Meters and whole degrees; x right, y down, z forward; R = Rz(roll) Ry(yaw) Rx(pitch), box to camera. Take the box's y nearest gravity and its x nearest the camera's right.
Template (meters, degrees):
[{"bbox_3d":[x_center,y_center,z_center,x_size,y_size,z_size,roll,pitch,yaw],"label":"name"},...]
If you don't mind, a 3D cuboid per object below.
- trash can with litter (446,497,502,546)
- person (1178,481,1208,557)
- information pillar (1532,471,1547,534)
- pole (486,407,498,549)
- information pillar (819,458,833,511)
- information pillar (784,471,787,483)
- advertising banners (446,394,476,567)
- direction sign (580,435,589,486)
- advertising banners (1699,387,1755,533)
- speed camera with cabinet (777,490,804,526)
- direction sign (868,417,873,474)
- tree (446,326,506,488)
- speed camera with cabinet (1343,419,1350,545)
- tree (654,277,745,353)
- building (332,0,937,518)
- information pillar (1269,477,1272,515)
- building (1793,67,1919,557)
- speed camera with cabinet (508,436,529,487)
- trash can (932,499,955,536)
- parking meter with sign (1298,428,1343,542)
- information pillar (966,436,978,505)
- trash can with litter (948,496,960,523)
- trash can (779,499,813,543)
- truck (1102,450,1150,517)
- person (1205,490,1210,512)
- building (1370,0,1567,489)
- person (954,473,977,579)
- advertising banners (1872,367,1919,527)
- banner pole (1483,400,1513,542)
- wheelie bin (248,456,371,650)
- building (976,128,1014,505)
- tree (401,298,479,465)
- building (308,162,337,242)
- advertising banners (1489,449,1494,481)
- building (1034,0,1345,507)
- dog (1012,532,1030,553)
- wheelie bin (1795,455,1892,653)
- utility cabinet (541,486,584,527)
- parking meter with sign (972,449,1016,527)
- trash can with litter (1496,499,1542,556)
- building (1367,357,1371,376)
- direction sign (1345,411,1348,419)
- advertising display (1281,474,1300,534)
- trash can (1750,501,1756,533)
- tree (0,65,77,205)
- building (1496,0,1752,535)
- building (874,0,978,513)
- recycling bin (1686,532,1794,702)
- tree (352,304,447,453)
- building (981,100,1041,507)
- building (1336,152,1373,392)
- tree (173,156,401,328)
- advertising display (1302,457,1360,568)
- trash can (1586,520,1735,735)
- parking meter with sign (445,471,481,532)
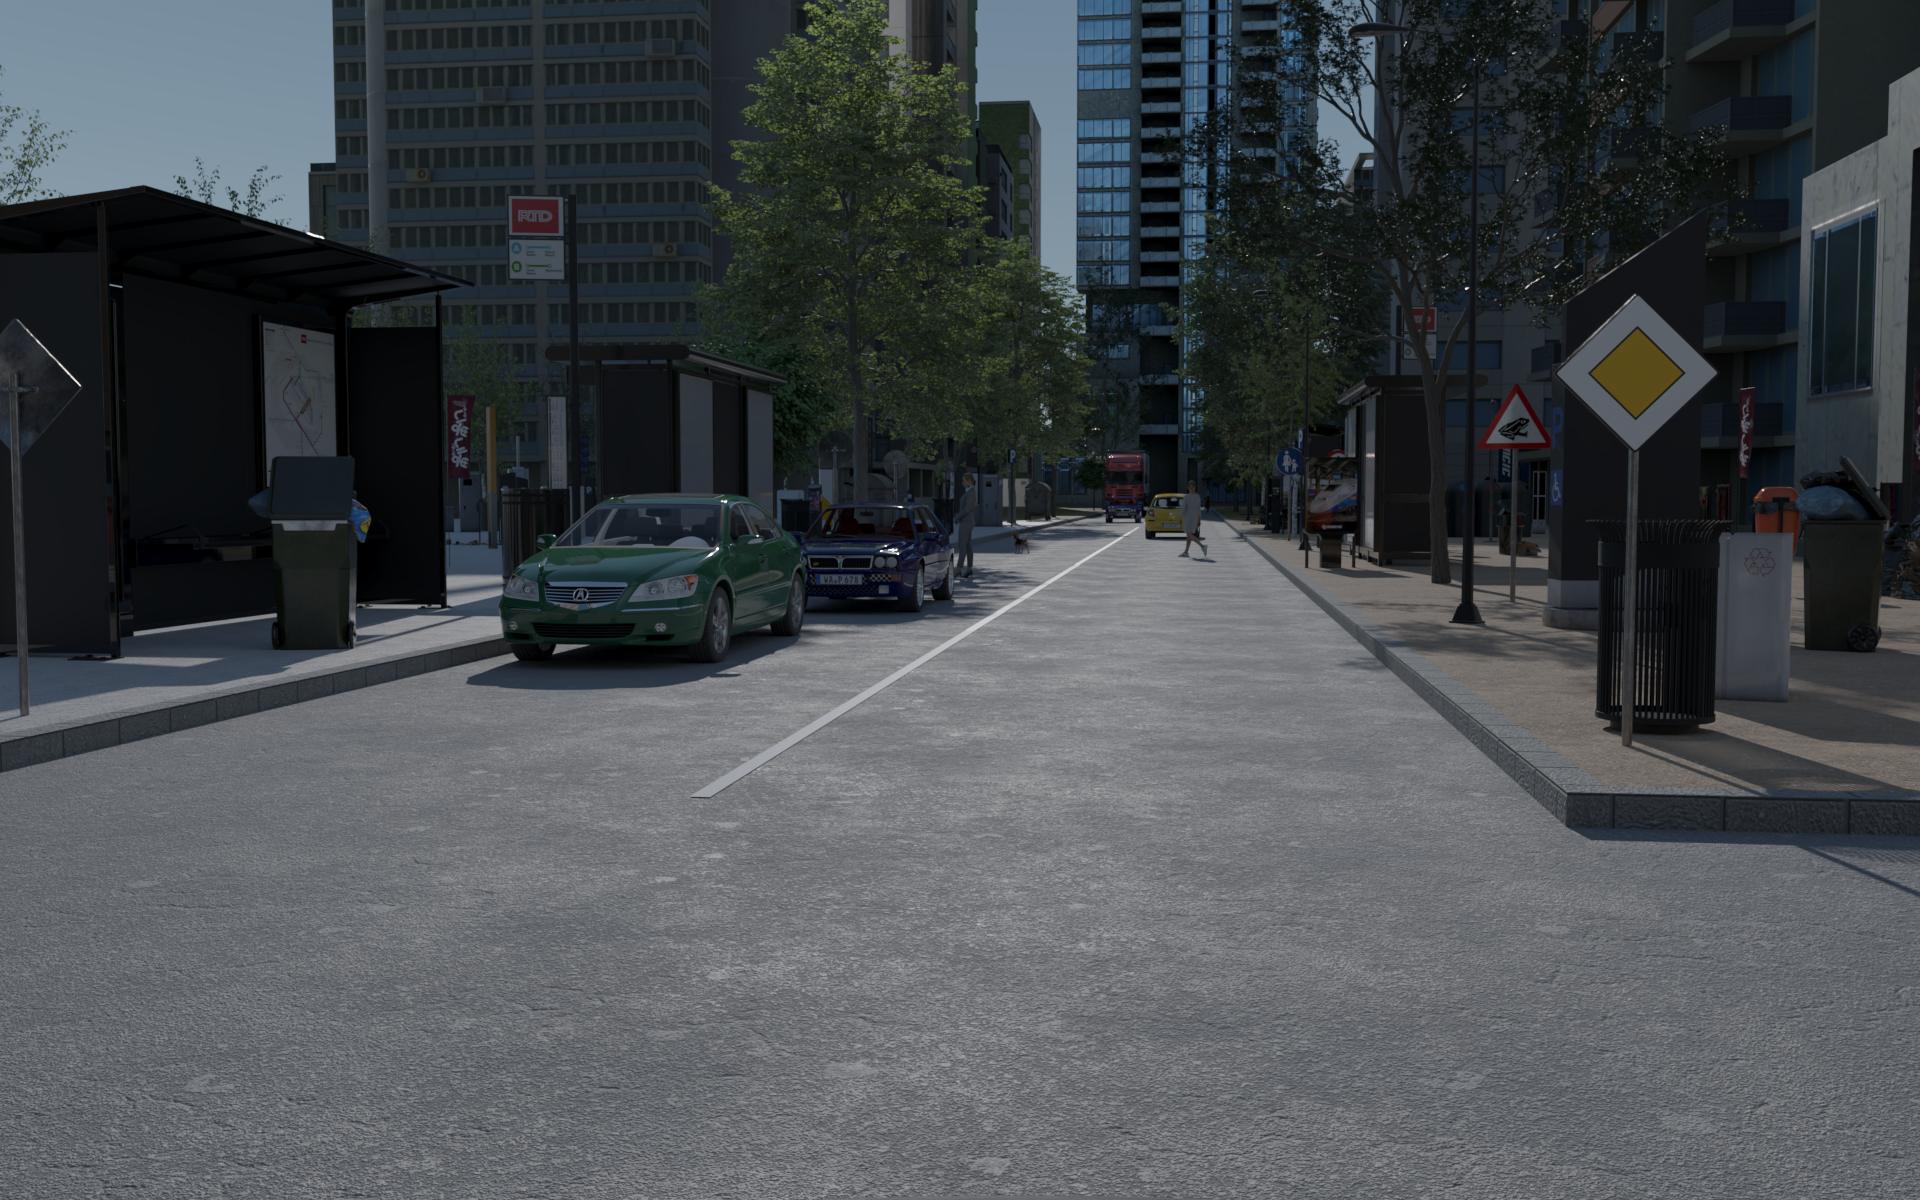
[{"bbox_3d":[-12.275,-2.005,43.847,2.233,1.210,1.678,0,4,0],"label":"trash can with litter"},{"bbox_3d":[5.286,-1.834,39.236,0.760,1.731,0.466,2,4,29],"label":"person"},{"bbox_3d":[18.631,-3.131,55.688,0.304,2.012,0.304,-1,4,-13],"label":"information pillar"},{"bbox_3d":[-10.986,-2.862,40.640,0.158,3.312,0.155,0,3,0],"label":"pole"},{"bbox_3d":[-4.525,-4.112,58.579,0.504,3.616,0.183,-2,4,-33],"label":"information pillar"},{"bbox_3d":[-8.495,-5.686,84.321,0.183,3.616,0.504,-1,4,-13],"label":"information pillar"},{"bbox_3d":[-9.435,-2.079,30.186,2.074,3.025,0.090,-2,4,-33],"label":"advertising banners"},{"bbox_3d":[-14.672,-4.583,66.929,0.876,3.537,0.379,2,4,33],"label":"direction sign"},{"bbox_3d":[13.021,-2.038,29.515,0.090,3.025,2.074,0,4,0],"label":"advertising banners"},{"bbox_3d":[-7.412,-4.673,70.740,2.038,3.252,0.660,1,4,15],"label":"speed camera with cabinet"},{"bbox_3d":[-2.641,-3.623,51.237,0.379,3.537,0.876,0,4,4],"label":"direction sign"},{"bbox_3d":[-21.825,-7.621,74.961,4.360,8.622,3.978,0,3,0],"label":"tree"},{"bbox_3d":[10.223,-3.081,44.714,0.660,3.252,2.038,0,4,8],"label":"speed camera with cabinet"},{"bbox_3d":[-8.450,-6.550,57.449,4.737,8.622,4.395,0,3,0],"label":"tree"},{"bbox_3d":[-18.059,-24.907,99.105,32.217,40.220,23.993,0,4,8],"label":"building"},{"bbox_3d":[13.454,-4.310,74.961,0.304,2.012,0.304,0,4,0],"label":"information pillar"},{"bbox_3d":[29.727,-43.334,21.177,31.000,86.520,22.319,0,4,8],"label":"building"},{"bbox_3d":[-14.504,-3.995,59.656,2.038,3.252,0.660,-1,4,-19],"label":"speed camera with cabinet"},{"bbox_3d":[-0.505,-2.568,53.648,0.748,1.137,0.748,0,3,0],"label":"trash can"},{"bbox_3d":[9.937,-3.056,46.234,1.738,3.016,0.543,0,4,-2],"label":"parking meter with sign"},{"bbox_3d":[0.485,-4.796,69.766,0.504,3.616,0.183,-1,4,-8],"label":"information pillar"},{"bbox_3d":[-0.286,-3.981,76.145,1.678,1.210,2.233,-2,4,-30],"label":"trash can with litter"},{"bbox_3d":[-3.800,-1.753,40.309,0.748,1.137,0.748,0,3,0],"label":"trash can"},{"bbox_3d":[10.881,-7.545,112.274,2.839,4.237,11.283,0,4,8],"label":"truck"},{"bbox_3d":[19.249,-7.703,135.178,0.721,1.736,1.217,1,4,11],"label":"person"},{"bbox_3d":[35.207,-34.238,101.783,21.231,58.520,28.212,0,4,8],"label":"building"},{"bbox_3d":[0.019,-1.267,29.491,0.573,1.790,0.520,-1,4,-14],"label":"person"},{"bbox_3d":[12.740,-1.684,23.714,2.074,3.025,0.090,-2,4,-31],"label":"advertising banners"},{"bbox_3d":[14.388,-3.430,46.100,0.863,3.779,0.401,0,4,-3],"label":"banner pole"},{"bbox_3d":[-5.410,-0.401,14.459,0.980,1.594,0.693,-1,4,-12],"label":"wheelie bin"},{"bbox_3d":[-2.735,-22.939,146.759,14.107,30.474,14.160,0,4,8],"label":"building"},{"bbox_3d":[-16.285,-5.909,46.976,4.737,8.622,4.395,0,3,0],"label":"tree"},{"bbox_3d":[-47.332,-23.312,152.852,14.107,30.474,14.160,0,4,8],"label":"building"},{"bbox_3d":[16.800,-3.630,55.540,0.090,3.025,2.074,3,4,36],"label":"advertising banners"},{"bbox_3d":[24.396,-53.229,182.971,31.000,86.520,22.319,0,4,8],"label":"building"},{"bbox_3d":[1.473,-1.394,42.077,0.540,0.507,0.406,1,4,16],"label":"dog"},{"bbox_3d":[7.273,-0.390,14.283,0.693,1.594,0.980,2,4,30],"label":"wheelie bin"},{"bbox_3d":[-11.334,-2.490,49.387,1.173,1.500,0.318,-2,4,-26],"label":"utility cabinet"},{"bbox_3d":[1.300,-4.375,67.793,1.738,3.016,0.543,2,4,29],"label":"parking meter with sign"},{"bbox_3d":[11.799,-1.533,36.457,0.624,1.170,1.055,-2,4,-28],"label":"trash can with litter"},{"bbox_3d":[40.558,-50.017,130.453,22.319,86.520,31.000,0,4,8],"label":"building"},{"bbox_3d":[10.598,-3.367,47.051,0.379,3.537,0.876,0,4,-6],"label":"direction sign"},{"bbox_3d":[10.751,-3.067,55.354,0.974,1.923,0.123,0,4,-3],"label":"advertising display"},{"bbox_3d":[17.464,-1.578,37.462,0.748,1.137,0.748,0,3,0],"label":"trash can"},{"bbox_3d":[-16.733,-4.801,28.856,4.360,8.622,3.978,0,3,0],"label":"tree"},{"bbox_3d":[32.642,-24.823,60.478,22.147,44.769,28.867,0,4,8],"label":"building"},{"bbox_3d":[-6.621,-26.507,116.978,14.154,41.232,14.086,0,4,8],"label":"building"},{"bbox_3d":[4.918,0.090,11.086,0.722,1.027,0.722,2,4,26],"label":"recycling bin"},{"bbox_3d":[-19.991,-6.516,56.905,4.360,8.622,3.978,0,3,0],"label":"tree"},{"bbox_3d":[1.173,-30.622,184.263,14.086,41.232,14.154,0,4,8],"label":"building"},{"bbox_3d":[53.326,-30.232,186.174,23.993,40.220,32.217,0,4,8],"label":"building"},{"bbox_3d":[-15.911,-5.401,38.675,4.737,8.622,4.395,0,3,0],"label":"tree"},{"bbox_3d":[6.454,-1.523,30.121,0.974,1.923,0.123,0,4,-8],"label":"advertising display"},{"bbox_3d":[3.789,0.137,9.420,0.748,1.137,0.748,0,3,0],"label":"trash can"},{"bbox_3d":[-16.529,-3.796,58.327,1.738,3.016,0.543,-1,4,-19],"label":"parking meter with sign"}]
